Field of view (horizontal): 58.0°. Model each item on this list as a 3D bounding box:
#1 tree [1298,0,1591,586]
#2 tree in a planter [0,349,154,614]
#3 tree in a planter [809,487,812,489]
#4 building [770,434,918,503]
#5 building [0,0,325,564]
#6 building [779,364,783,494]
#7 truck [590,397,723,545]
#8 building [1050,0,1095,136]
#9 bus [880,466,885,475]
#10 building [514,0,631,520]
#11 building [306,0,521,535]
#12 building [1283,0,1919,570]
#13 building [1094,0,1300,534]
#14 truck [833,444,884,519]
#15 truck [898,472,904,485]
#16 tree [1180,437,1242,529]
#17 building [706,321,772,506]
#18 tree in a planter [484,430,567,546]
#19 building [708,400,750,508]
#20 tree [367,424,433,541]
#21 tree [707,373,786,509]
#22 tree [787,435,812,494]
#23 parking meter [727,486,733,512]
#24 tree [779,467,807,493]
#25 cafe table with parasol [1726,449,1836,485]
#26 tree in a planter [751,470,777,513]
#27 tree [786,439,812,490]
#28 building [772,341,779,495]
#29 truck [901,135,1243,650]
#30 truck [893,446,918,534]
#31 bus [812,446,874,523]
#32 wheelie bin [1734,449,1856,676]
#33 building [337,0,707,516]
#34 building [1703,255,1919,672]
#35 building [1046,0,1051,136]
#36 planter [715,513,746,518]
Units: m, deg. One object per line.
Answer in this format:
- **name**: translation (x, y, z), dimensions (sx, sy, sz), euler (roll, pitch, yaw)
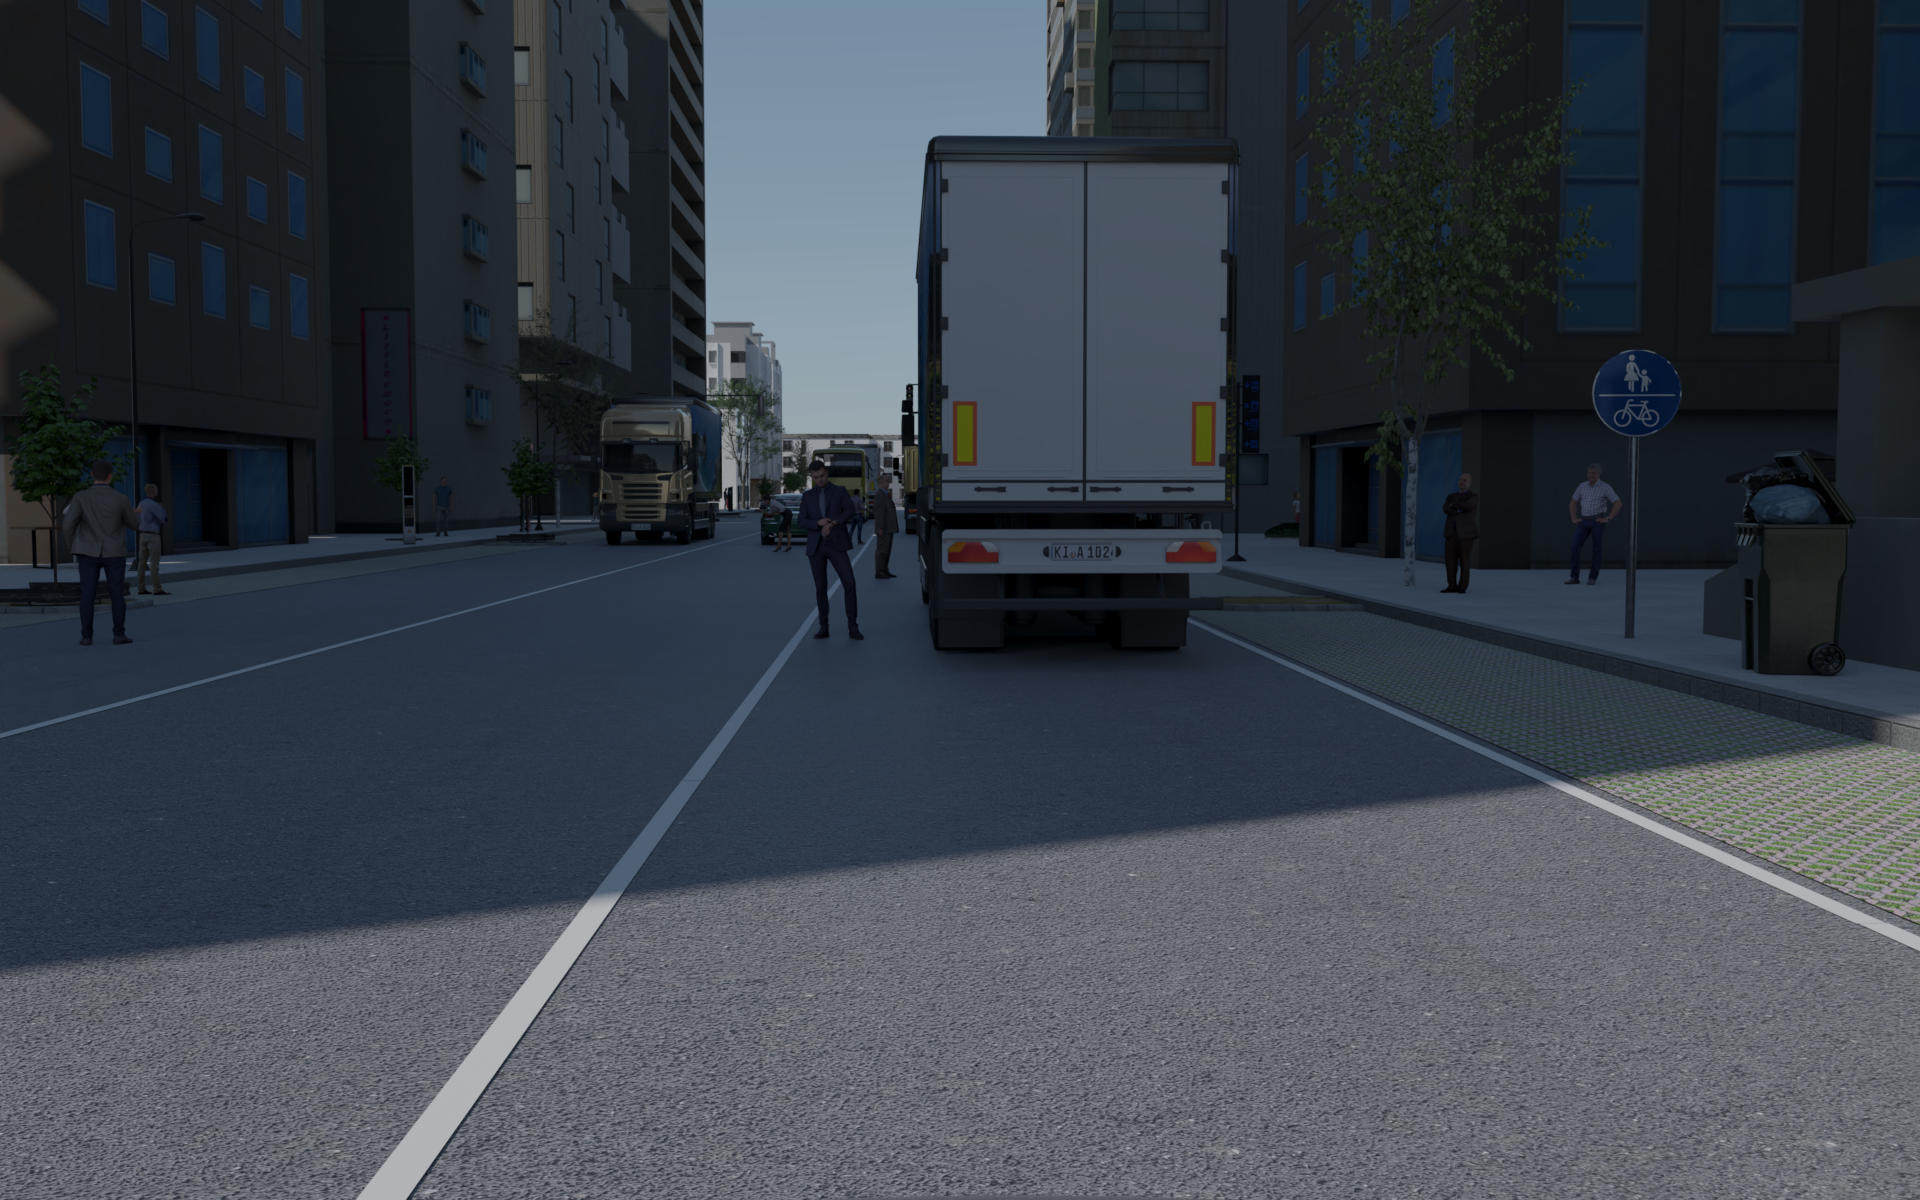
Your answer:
- **tree**: translation (6.488, -4.504, 24.005), dimensions (4.737, 8.622, 4.395), euler (0, 3, 0)
- **tree in a planter**: translation (-11.248, -1.482, 21.447), dimensions (1.991, 3.239, 1.994), euler (0, 4, -2)
- **tree in a planter**: translation (-17.256, -12.875, 207.721), dimensions (1.991, 3.239, 1.994), euler (0, 4, -2)
- **building**: translation (-12.888, -18.538, 245.236), dimensions (28.070, 9.664, 9.099), euler (0, 4, -2)
- **building**: translation (-23.263, -23.648, 36.756), dimensions (14.600, 45.320, 14.200), euler (0, 4, -2)
- **building**: translation (-28.512, -22.227, 219.833), dimensions (11.380, 20.091, 16.016), euler (0, 4, -2)
- **truck**: translation (-8.956, -3.883, 52.406), dimensions (2.839, 4.237, 11.283), euler (0, 4, -2)
- **building**: translation (17.532, -24.919, 99.309), dimensions (23.993, 40.220, 32.217), euler (0, 4, -2)
- **bus**: translation (-6.986, -8.336, 127.846), dimensions (2.896, 3.916, 12.252), euler (0, 4, -1)
- **building**: translation (-32.877, -30.767, 92.279), dimensions (28.713, 52.752, 27.495), euler (0, 4, -2)
- **building**: translation (-28.076, -26.586, 58.377), dimensions (21.600, 48.544, 21.300), euler (0, 4, -2)
- **building**: translation (15.129, -23.534, 34.893), dimensions (14.600, 45.320, 14.200), euler (0, 4, -2)
- **building**: translation (11.646, -23.139, 61.914), dimensions (14.154, 41.232, 14.086), euler (0, 4, -2)
- **truck**: translation (-5.963, -6.927, 102.170), dimensions (2.839, 4.237, 11.283), euler (0, 4, -1)
- **truck**: translation (-2.306, -7.169, 113.142), dimensions (3.469, 3.379, 9.791), euler (0, 4, -2)
- **tree**: translation (6.290, -3.962, 48.498), dimensions (4.285, 4.588, 4.351), euler (0, 3, 0)
- **building**: translation (-29.222, -20.254, 187.578), dimensions (16.016, 20.091, 11.380), euler (0, 4, -2)
- **tree in a planter**: translation (-12.121, -3.135, 48.472), dimensions (1.991, 3.239, 1.994), euler (0, 4, -2)
- **building**: translation (-24.848, -13.834, 168.340), dimensions (9.099, 9.664, 28.070), euler (0, 4, -2)
- **tree**: translation (-15.573, -3.263, 47.953), dimensions (1.663, 3.219, 1.824), euler (0, 3, 0)
- **tree**: translation (-18.916, -13.733, 150.285), dimensions (9.928, 11.665, 9.643), euler (0, 3, 0)
- **tree**: translation (-19.731, -16.325, 217.282), dimensions (4.360, 8.622, 3.978), euler (0, 3, 0)
- **parking meter**: translation (-16.869, -7.424, 127.094), dimensions (0.399, 1.863, 0.255), euler (-1, 4, -16)
- **tree**: translation (-20.292, -13.947, 211.743), dimensions (4.285, 4.588, 4.351), euler (0, 3, 0)
- **cafe table with parasol**: translation (12.908, -1.314, 26.357), dimensions (2.610, 1.966, 2.610), euler (0, 4, 6)
- **tree in a planter**: translation (-14.782, -8.189, 131.116), dimensions (1.991, 3.239, 1.994), euler (0, 4, -2)
- **tree**: translation (-20.303, -16.764, 224.447), dimensions (4.737, 8.622, 4.395), euler (0, 3, 0)
- **building**: translation (-29.717, -21.037, 200.369), dimensions (16.016, 20.091, 11.380), euler (0, 4, -2)
- **truck**: translation (0.776, -1.853, 19.207), dimensions (2.839, 4.237, 11.283), euler (0, 4, -2)
- **truck**: translation (-0.824, -4.254, 65.475), dimensions (3.469, 3.379, 9.791), euler (0, 4, -2)
- **bus**: translation (-5.892, -5.848, 87.163), dimensions (2.896, 3.916, 12.252), euler (0, 4, -2)
- **wheelie bin**: translation (5.961, -0.277, 12.431), dimensions (0.693, 1.594, 0.980), euler (1, 4, 9)
- **building**: translation (-30.282, -30.660, 124.995), dimensions (21.300, 48.544, 21.600), euler (0, 4, -2)
- **building**: translation (23.133, -19.349, 8.246), dimensions (32.217, 40.220, 23.993), euler (0, 4, -2)
- **building**: translation (15.354, -42.389, 131.306), dimensions (20.563, 71.187, 20.611), euler (0, 4, -2)
- **planter**: translation (-13.919, -5.083, 104.250), dimensions (1.991, 0.319, 1.994), euler (0, 4, -2)
